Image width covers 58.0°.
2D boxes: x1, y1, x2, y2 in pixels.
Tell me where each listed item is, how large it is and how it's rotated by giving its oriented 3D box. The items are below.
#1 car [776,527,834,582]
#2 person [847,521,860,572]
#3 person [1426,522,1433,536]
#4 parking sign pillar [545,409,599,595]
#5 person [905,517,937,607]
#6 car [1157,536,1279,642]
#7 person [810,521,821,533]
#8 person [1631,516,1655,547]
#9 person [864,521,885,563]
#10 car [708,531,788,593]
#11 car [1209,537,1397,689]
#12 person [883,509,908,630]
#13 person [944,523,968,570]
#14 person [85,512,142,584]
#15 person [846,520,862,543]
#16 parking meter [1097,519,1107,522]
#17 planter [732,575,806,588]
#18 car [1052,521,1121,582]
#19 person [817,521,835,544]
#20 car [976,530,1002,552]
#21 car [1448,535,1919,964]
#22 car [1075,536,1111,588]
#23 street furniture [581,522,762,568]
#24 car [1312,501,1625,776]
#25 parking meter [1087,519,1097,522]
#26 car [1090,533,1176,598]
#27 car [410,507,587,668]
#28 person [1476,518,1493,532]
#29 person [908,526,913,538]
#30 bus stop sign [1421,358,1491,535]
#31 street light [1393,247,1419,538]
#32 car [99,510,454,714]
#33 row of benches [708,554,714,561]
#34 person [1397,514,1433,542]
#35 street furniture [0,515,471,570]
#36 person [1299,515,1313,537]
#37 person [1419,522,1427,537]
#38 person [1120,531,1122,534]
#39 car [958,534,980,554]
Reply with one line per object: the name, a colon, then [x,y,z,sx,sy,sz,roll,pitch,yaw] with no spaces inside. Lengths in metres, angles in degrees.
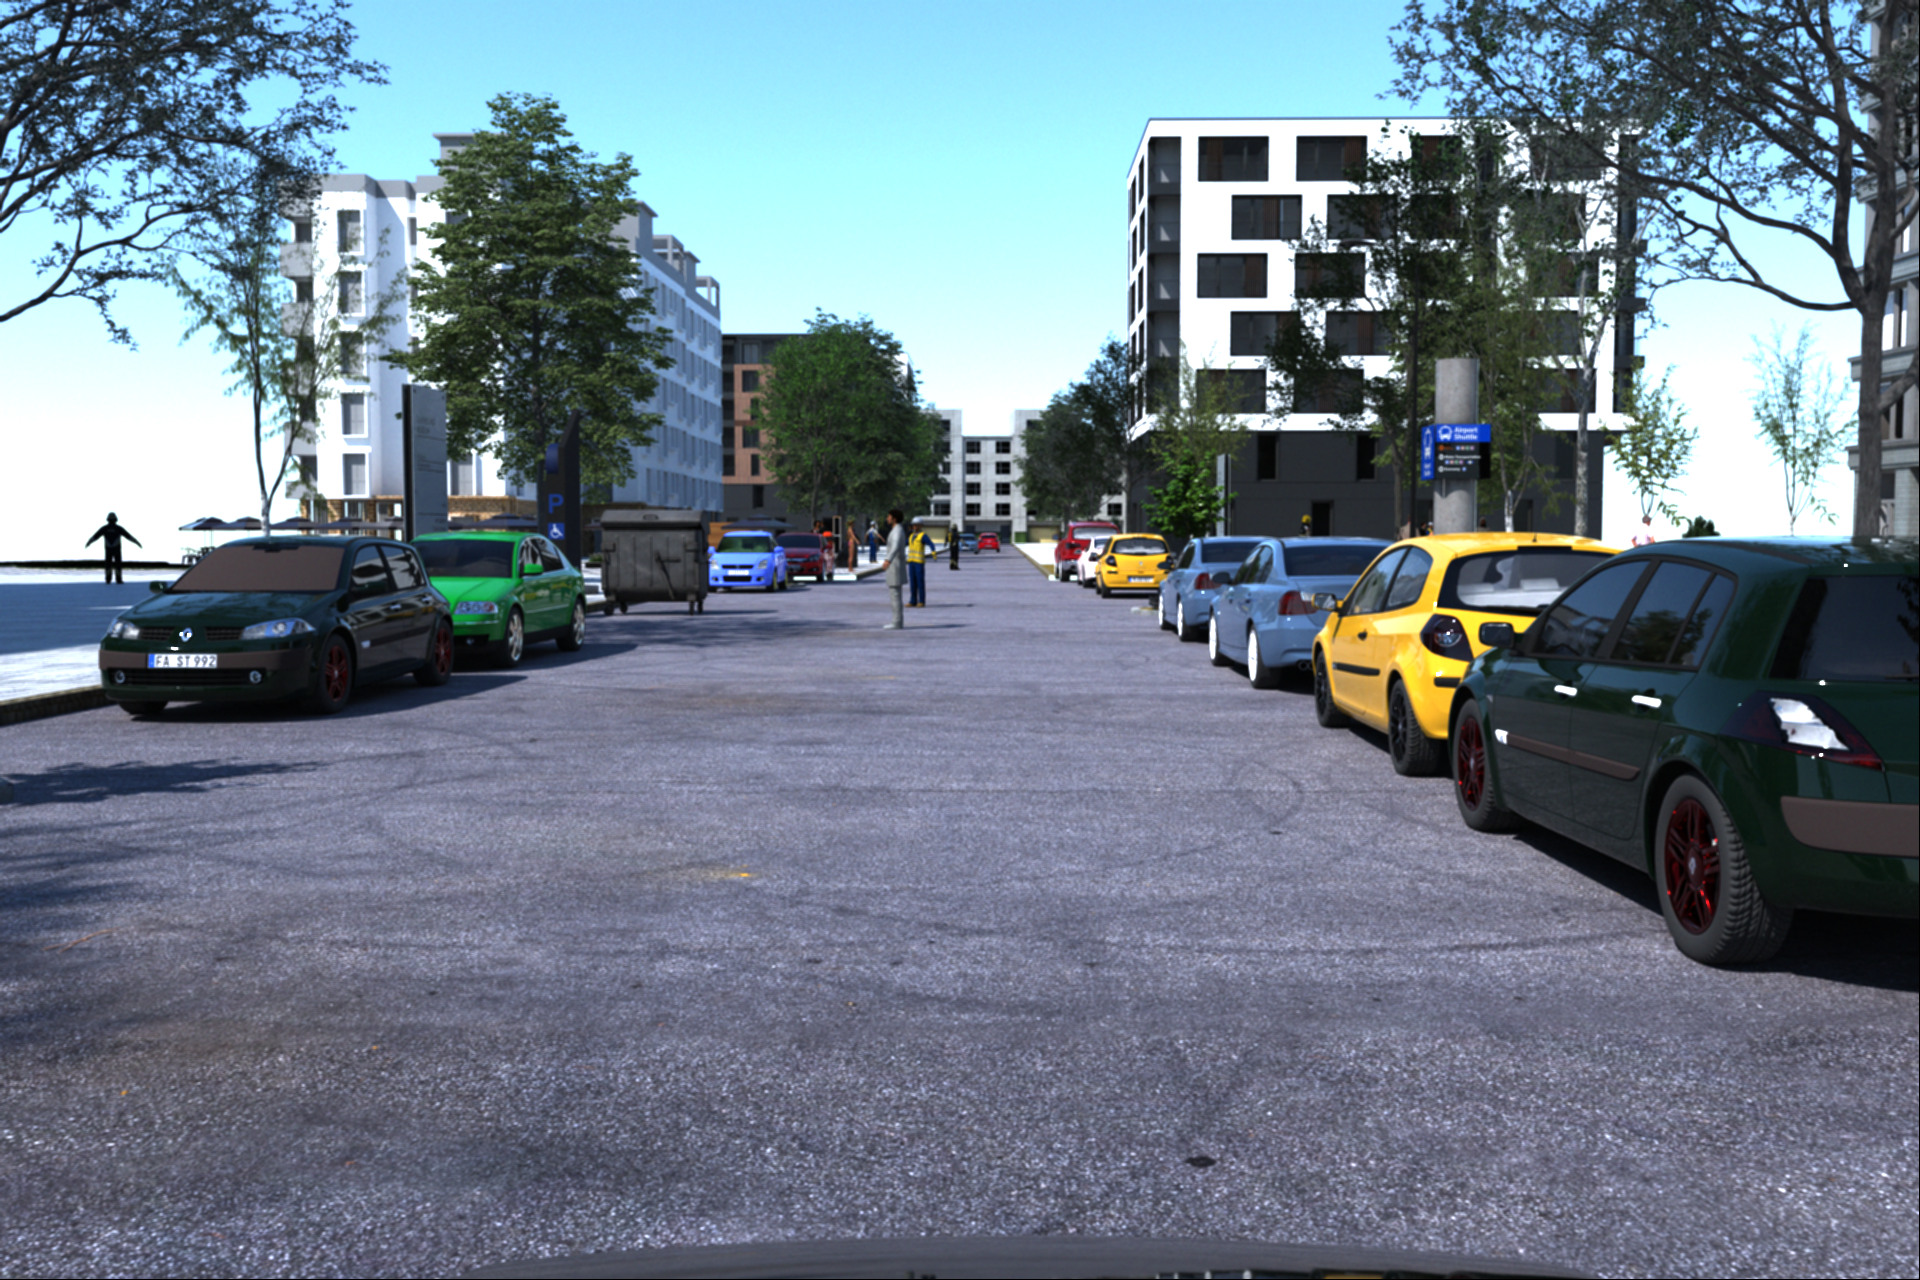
car: [-4.877,-2.672,52.730,2.155,1.783,4.494,0,4,2]
person: [-3.621,-3.193,59.003,0.721,1.733,1.217,-1,4,-17]
person: [22.359,-4.664,82.220,0.705,1.833,1.349,3,4,38]
parking sign pillar: [-8.428,-2.957,36.816,1.447,3.967,1.447,0,4,1]
person: [-0.896,-1.531,33.961,1.216,1.772,0.721,3,5,42]
car: [3.818,-0.753,24.311,2.014,1.417,4.499,0,4,1]
person: [-5.735,-3.901,69.925,1.345,1.843,0.704,-1,4,-15]
person: [15.896,-2.025,40.090,0.436,1.711,0.756,-1,4,-10]
person: [-3.820,-4.327,76.598,0.705,1.847,1.347,-3,5,-44]
car: [-5.319,-2.067,43.387,1.945,1.707,3.694,0,4,1]
car: [3.583,-0.324,17.293,2.014,1.417,4.499,0,4,1]
person: [-0.999,-1.070,26.139,0.705,1.806,1.347,0,4,2]
person: [-0.206,-3.714,68.967,0.705,1.856,1.354,-3,5,-43]
person: [-21.864,-2.376,44.717,1.351,1.845,0.704,-1,4,-15]
person: [-4.359,-3.933,70.236,0.705,1.837,1.347,1,4,21]
parking meter: [5.380,-3.651,65.406,0.399,1.863,0.255,0,4,2]
planter: [-5.217,-1.577,46.925,1.991,0.319,1.994,0,4,1]
car: [4.014,-2.738,53.440,2.281,1.827,5.304,0,4,0]
person: [-5.406,-3.801,68.367,1.346,1.802,0.704,-3,5,-45]
car: [2.231,-7.786,136.341,2.155,1.783,4.494,0,4,1]
car: [3.301,0.161,7.151,2.009,1.686,4.222,0,4,1]
car: [4.203,-2.136,47.291,2.083,1.381,4.827,0,4,1]
street furniture: [-11.793,-3.723,67.724,9.812,1.723,11.010,0,4,7]
car: [3.481,-0.088,11.661,2.015,1.641,3.980,0,4,2]
parking meter: [5.050,-3.685,65.966,0.399,1.863,0.255,0,4,2]
car: [4.032,-1.817,39.937,2.015,1.641,3.980,0,4,2]
car: [-5.580,-0.678,19.886,1.959,1.807,4.718,0,4,1]
person: [16.841,-3.038,55.798,1.348,1.813,0.705,1,4,13]
person: [-2.723,-5.294,93.278,0.721,1.740,1.216,0,4,2]
bus stop sign: [7.497,-2.276,26.232,0.837,3.901,0.837,0,4,1]
street light: [7.736,-3.355,27.392,1.470,5.913,1.316,0,4,1]
car: [-5.768,-0.321,15.027,2.009,1.686,4.222,0,4,2]
row of benches: [-7.663,-2.378,54.344,1.422,0.672,4.104,-3,5,-44]
person: [10.808,-2.108,41.041,0.750,1.759,0.617,-1,4,-17]
street furniture: [-31.634,-3.723,65.908,27.439,1.986,14.083,3,4,38]
person: [10.673,-2.905,53.261,0.704,1.858,1.351,0,4,-6]
person: [20.548,-4.316,76.760,0.705,1.806,1.347,2,4,32]
person: [7.876,-4.979,87.190,1.354,1.856,0.705,-2,4,-30]
car: [0.434,-6.829,123.653,2.014,1.417,4.499,0,4,2]
